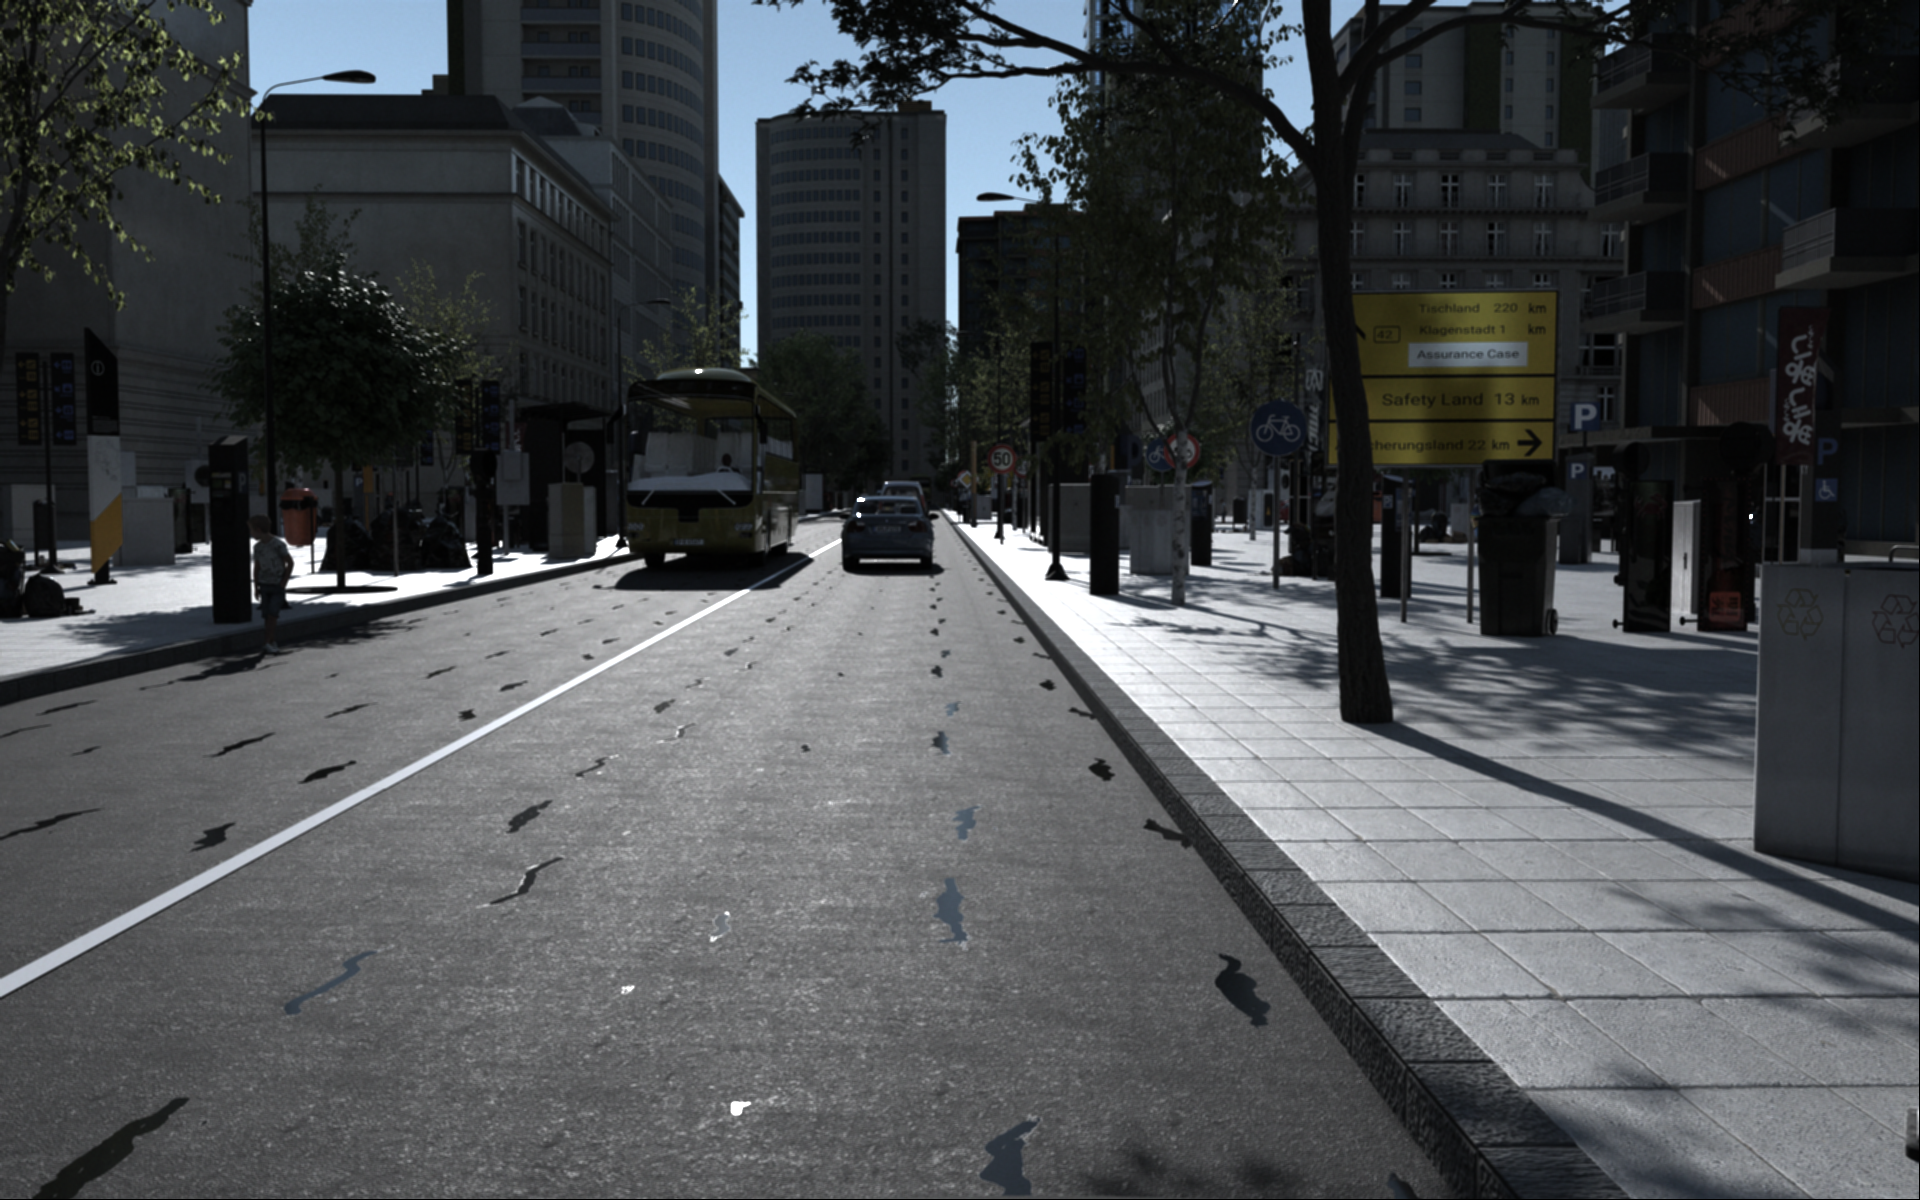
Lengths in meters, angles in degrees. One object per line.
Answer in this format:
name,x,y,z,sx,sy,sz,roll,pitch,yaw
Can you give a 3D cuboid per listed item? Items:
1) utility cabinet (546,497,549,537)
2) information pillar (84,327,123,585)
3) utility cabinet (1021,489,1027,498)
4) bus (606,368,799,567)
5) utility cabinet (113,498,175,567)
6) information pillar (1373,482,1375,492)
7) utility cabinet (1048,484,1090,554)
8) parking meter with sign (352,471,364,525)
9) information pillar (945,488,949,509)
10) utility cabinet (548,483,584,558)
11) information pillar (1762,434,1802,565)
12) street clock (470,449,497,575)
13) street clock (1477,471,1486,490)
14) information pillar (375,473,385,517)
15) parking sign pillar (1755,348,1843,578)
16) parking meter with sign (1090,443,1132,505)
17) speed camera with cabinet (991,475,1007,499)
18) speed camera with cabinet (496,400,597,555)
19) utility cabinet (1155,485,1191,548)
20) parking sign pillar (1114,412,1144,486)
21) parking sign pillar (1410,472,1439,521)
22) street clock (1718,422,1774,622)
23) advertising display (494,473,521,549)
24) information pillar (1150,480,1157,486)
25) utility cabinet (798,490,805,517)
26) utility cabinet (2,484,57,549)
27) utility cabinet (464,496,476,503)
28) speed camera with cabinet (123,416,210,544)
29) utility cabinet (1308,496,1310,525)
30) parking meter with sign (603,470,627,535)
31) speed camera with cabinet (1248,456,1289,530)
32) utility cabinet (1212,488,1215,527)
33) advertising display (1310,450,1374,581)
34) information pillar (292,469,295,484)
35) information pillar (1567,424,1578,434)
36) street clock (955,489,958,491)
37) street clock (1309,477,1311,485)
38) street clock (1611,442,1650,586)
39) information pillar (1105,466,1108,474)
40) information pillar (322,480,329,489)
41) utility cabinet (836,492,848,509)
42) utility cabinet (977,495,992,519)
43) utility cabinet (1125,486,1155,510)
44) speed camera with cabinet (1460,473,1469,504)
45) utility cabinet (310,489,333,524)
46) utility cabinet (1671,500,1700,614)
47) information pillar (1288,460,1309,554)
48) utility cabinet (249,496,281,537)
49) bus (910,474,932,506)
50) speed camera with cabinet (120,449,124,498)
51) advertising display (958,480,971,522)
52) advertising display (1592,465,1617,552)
utility cabinet,-9.501,-1.885,41.980,1.020,1.237,0.306,1,4,15
information pillar,-12.162,-2.033,24.590,0.183,3.616,0.504,2,4,24
utility cabinet,3.395,-4.358,79.930,1.173,1.500,0.318,-2,4,-33
bus,-5.125,-2.805,37.403,2.896,3.916,12.252,0,4,-2
utility cabinet,-14.657,-1.218,31.077,0.306,1.237,1.020,3,4,36
information pillar,13.490,-4.035,57.334,0.504,3.616,0.183,0,4,0
utility cabinet,2.460,-1.733,37.017,1.173,1.500,0.318,2,4,32
parking meter with sign,-21.521,-4.018,61.950,0.543,3.016,1.738,-1,4,-21
information pillar,-1.105,-9.053,152.500,0.304,2.012,0.304,1,4,12
utility cabinet,-7.885,-1.588,34.649,0.318,1.500,1.173,0,4,8
information pillar,10.063,-1.022,21.202,0.304,2.012,0.304,-1,4,-19
street clock,-7.589,-1.410,27.628,0.358,2.002,0.471,1,4,15
street clock,15.815,-2.913,52.192,0.471,2.002,0.358,1,4,13
information pillar,-20.466,-3.463,61.113,0.304,2.012,0.304,-1,4,-15
parking sign pillar,12.909,-2.326,26.501,1.447,3.967,1.447,0,4,-4
parking meter with sign,4.969,-3.535,54.054,1.738,3.016,0.543,2,4,27
speed camera with cabinet,2.361,-5.610,86.063,0.660,3.252,2.038,3,5,40
speed camera with cabinet,-8.753,-2.588,36.653,2.038,3.252,0.660,-1,4,-13
utility cabinet,5.274,-1.968,40.852,1.173,1.500,0.318,1,4,11
parking sign pillar,5.563,-4.190,56.972,1.447,3.967,1.447,2,4,34
parking sign pillar,22.049,-5.719,81.984,1.447,3.967,1.447,-2,4,-25
street clock,7.872,-0.784,17.390,0.358,2.002,0.471,-2,4,-32
advertising display,-10.623,-2.169,40.675,0.123,1.923,0.974,1,4,18
information pillar,10.410,-5.426,93.204,0.304,2.012,0.304,-2,4,-25
utility cabinet,-9.115,-5.418,97.268,0.318,1.500,1.173,2,4,28
utility cabinet,-21.408,-1.905,39.833,0.318,1.500,1.173,1,4,21
utility cabinet,-19.628,-3.581,69.711,1.020,1.237,0.306,1,4,14
speed camera with cabinet,-19.688,-2.999,43.377,2.038,3.252,0.660,-3,5,-41
utility cabinet,14.347,-3.511,68.571,1.020,1.237,0.306,0,4,8
parking meter with sign,-11.193,-3.589,54.937,1.738,3.016,0.543,-1,4,-9
speed camera with cabinet,11.073,-4.135,61.938,0.660,3.252,2.038,3,4,39
utility cabinet,9.132,-3.513,66.119,1.173,1.500,0.318,2,4,29
advertising display,5.600,-1.237,25.438,0.974,1.923,0.123,3,5,41
information pillar,-34.640,-6.033,89.998,0.183,3.616,0.504,-1,4,-14
information pillar,20.472,-4.063,57.790,0.504,3.616,0.183,0,4,1
street clock,-0.245,-8.976,151.334,0.471,2.002,0.358,3,4,37
street clock,13.664,-3.801,66.708,0.471,2.002,0.358,1,4,17
street clock,9.331,-1.197,24.144,0.471,2.002,0.358,-1,4,-19
information pillar,11.613,-8.930,137.354,0.183,3.616,0.504,-2,4,-30
information pillar,-32.777,-5.200,89.511,0.304,2.012,0.304,-2,4,-25
utility cabinet,-10.257,-8.643,149.999,0.318,1.500,1.173,3,5,43
utility cabinet,1.089,-4.683,87.723,1.020,1.237,0.306,1,4,20
utility cabinet,5.133,-2.369,47.411,1.173,1.500,0.318,0,4,-2
speed camera with cabinet,33.518,-7.456,116.240,0.660,3.252,2.038,-2,4,-28
utility cabinet,-26.851,-3.891,72.302,1.173,1.500,0.318,-2,4,-33
utility cabinet,8.069,-0.481,19.028,0.306,1.237,1.020,1,4,11
information pillar,7.266,-1.998,37.161,0.304,2.012,0.304,-2,4,-31
utility cabinet,-21.111,-2.524,52.426,1.020,1.237,0.306,-1,4,-18
bus,-4.735,-13.210,207.526,2.896,3.916,12.252,0,4,-1
speed camera with cabinet,-29.718,-4.080,61.049,0.660,3.252,2.038,3,5,42
advertising display,0.303,-4.539,79.419,0.974,1.923,0.123,3,4,38
advertising display,14.023,-2.029,38.381,0.974,1.923,0.123,1,4,19
